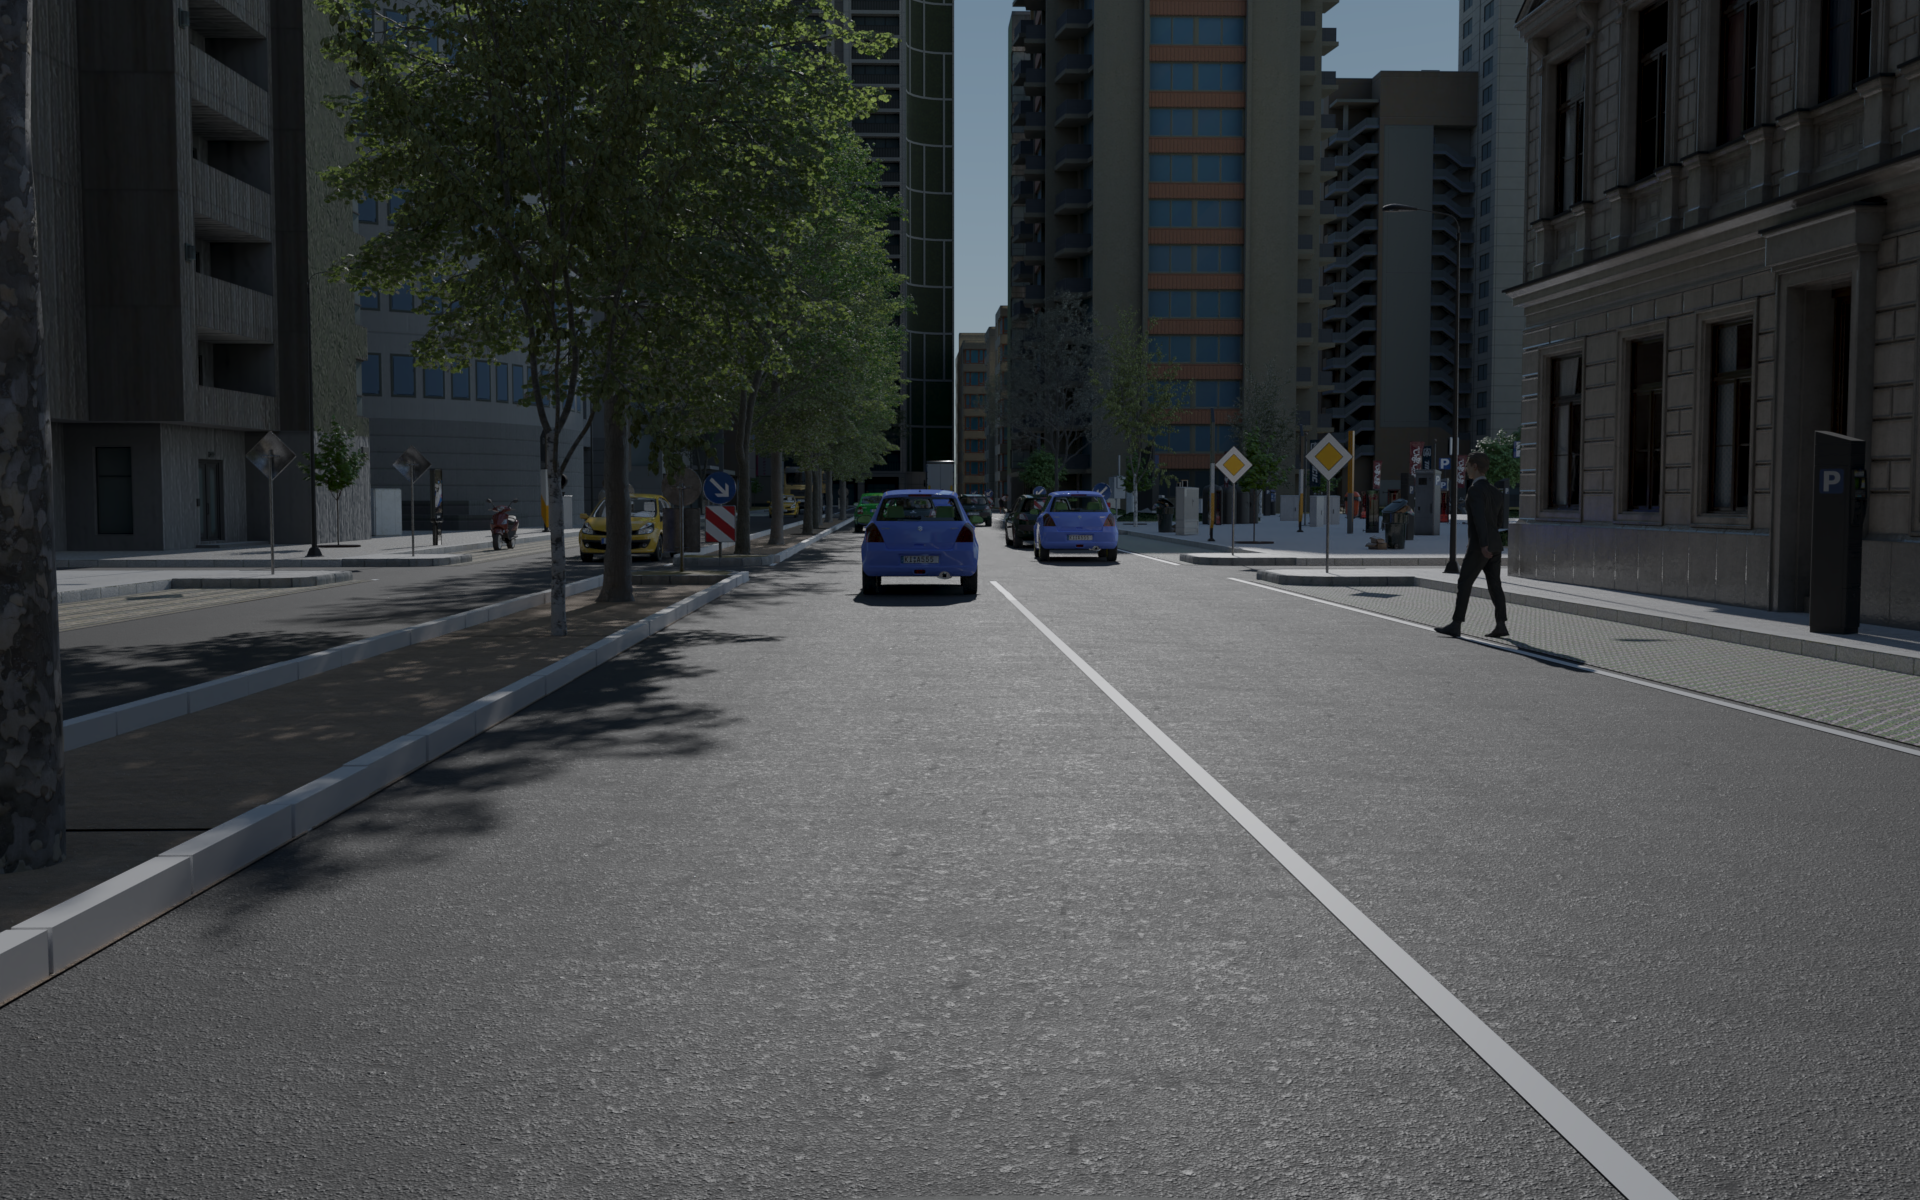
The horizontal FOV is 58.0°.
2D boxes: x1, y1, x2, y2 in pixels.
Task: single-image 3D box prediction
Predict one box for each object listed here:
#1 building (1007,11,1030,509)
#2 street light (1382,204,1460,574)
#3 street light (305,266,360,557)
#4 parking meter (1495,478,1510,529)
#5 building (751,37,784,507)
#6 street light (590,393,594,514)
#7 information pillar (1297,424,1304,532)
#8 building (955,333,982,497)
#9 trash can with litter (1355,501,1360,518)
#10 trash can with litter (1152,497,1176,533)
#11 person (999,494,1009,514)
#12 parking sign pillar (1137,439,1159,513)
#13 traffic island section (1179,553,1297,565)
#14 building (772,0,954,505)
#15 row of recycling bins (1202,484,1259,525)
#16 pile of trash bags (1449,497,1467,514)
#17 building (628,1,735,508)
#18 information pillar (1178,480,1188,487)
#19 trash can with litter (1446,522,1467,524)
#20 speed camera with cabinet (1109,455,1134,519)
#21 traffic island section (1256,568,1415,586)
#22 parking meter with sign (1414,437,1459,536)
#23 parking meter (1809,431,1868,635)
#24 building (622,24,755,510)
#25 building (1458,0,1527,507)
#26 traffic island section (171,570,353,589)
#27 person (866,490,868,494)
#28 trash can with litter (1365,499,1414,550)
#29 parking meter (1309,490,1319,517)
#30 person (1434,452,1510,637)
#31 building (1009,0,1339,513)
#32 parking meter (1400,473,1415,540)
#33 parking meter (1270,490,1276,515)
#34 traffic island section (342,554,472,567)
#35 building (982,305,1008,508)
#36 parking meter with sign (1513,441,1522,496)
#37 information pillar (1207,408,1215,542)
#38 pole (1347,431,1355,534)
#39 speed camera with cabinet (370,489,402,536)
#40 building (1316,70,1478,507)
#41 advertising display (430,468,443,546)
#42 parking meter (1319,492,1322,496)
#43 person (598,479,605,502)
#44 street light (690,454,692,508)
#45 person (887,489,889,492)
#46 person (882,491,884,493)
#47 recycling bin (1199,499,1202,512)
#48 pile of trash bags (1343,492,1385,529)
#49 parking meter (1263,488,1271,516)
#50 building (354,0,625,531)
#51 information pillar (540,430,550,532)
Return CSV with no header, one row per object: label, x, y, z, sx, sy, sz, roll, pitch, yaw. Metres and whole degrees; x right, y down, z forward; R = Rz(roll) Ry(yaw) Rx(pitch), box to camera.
building,11.052,-28.593,151.094,14.154,41.232,14.086,0,4,-2
street light,7.457,-3.387,27.926,1.470,5.913,1.316,0,4,-2
street light,-12.683,-3.840,35.319,1.470,5.913,1.316,0,4,-2
parking meter,20.013,-3.551,63.770,0.399,1.863,0.255,-3,4,-37
building,-29.170,-33.714,174.919,21.600,48.544,21.300,0,4,-2
street light,-13.915,-5.836,67.952,1.470,5.913,1.316,0,4,-2
information pillar,11.444,-4.083,58.113,0.183,3.616,0.504,0,4,4
building,14.307,-22.256,208.921,28.899,21.520,27.650,0,4,-2
trash can with litter,21.475,-5.002,93.164,0.624,1.170,1.055,-3,5,-41
trash can with litter,6.968,-2.835,57.746,1.055,1.170,0.624,-3,5,-40
person,3.167,-6.886,124.271,0.799,1.438,0.628,0,4,7
parking sign pillar,9.325,-5.973,86.124,1.447,3.967,1.447,-2,4,-33
traffic island section,5.720,-0.851,36.197,2.009,0.180,2.903,0,4,-2
building,-10.946,-46.764,202.845,20.611,71.187,20.563,0,4,-2
row of recycling bins,11.663,-4.107,74.267,1.069,1.692,3.534,3,5,44
pile of trash bags,31.982,-6.164,110.535,1.912,1.369,3.447,3,5,40
building,-30.841,-32.643,122.947,28.713,52.752,27.495,0,4,-2
information pillar,11.758,-5.281,90.830,0.304,2.012,0.304,0,4,-7
trash can with litter,21.856,-3.858,74.136,2.233,1.210,1.678,0,4,1
speed camera with cabinet,8.611,-5.763,88.563,2.038,3.252,0.660,-2,4,-27
traffic island section,5.999,-0.363,28.217,2.009,0.180,2.903,0,4,-2
parking meter with sign,14.538,-3.519,53.802,1.738,3.016,0.543,3,5,44
parking meter,8.076,-0.624,15.920,0.255,1.863,0.399,-2,4,-35
building,-24.731,-30.241,144.545,14.600,45.320,14.200,0,4,-2
building,61.734,-45.250,178.091,20.611,71.187,20.563,0,4,-2
traffic island section,-10.983,-0.327,27.630,2.009,0.180,2.903,0,4,-2
person,-9.947,-10.866,186.182,1.348,1.821,0.705,1,4,15
trash can with litter,9.936,-1.755,40.084,1.055,1.170,0.624,-2,4,-31
parking meter,19.424,-5.481,95.330,0.255,1.863,0.399,2,4,35
person,5.129,-0.550,17.264,0.659,1.850,0.755,-3,5,-42
building,15.287,-29.019,129.089,22.147,44.769,28.867,0,4,-2
parking meter,12.433,-2.595,48.135,0.255,1.863,0.399,3,5,44
parking meter,18.926,-5.896,104.804,0.372,1.533,0.369,0,3,0
traffic island section,-11.262,-0.815,35.610,2.009,0.180,2.903,0,4,-2
building,16.989,-20.096,173.608,27.650,21.520,28.899,0,4,-2
parking meter with sign,18.521,-3.674,56.328,0.543,3.016,1.738,0,4,-1
information pillar,6.815,-3.391,46.802,0.183,3.616,0.504,0,4,4
pole,12.622,-3.798,55.939,0.158,3.312,0.155,0,3,0
speed camera with cabinet,-17.992,-3.561,52.555,0.660,3.252,2.038,3,4,37
building,44.255,-32.452,180.707,14.200,45.320,14.600,0,4,-2
advertising display,-13.124,-2.338,43.435,0.123,1.923,0.974,0,4,-6
parking meter,22.385,-6.241,107.755,0.255,1.863,0.399,2,4,23
person,-8.567,-2.051,42.135,0.767,1.812,0.694,0,4,-5
street light,-15.015,-7.805,100.151,1.470,5.913,1.316,0,4,-2
person,-5.928,-8.107,140.911,0.709,1.838,0.599,3,4,36
person,-7.991,-10.376,178.860,1.217,1.743,0.721,-1,4,-19
recycling bin,12.645,-4.826,91.451,0.722,1.027,0.722,3,5,41
pile of trash bags,15.736,-3.271,63.238,3.447,1.369,1.912,1,4,21
parking meter,18.083,-5.889,101.998,0.399,1.863,0.255,-1,4,-22
building,-26.639,-32.334,70.664,21.231,58.520,28.212,0,4,-2
information pillar,-13.994,-4.097,58.337,0.183,3.616,0.504,-2,4,-34
